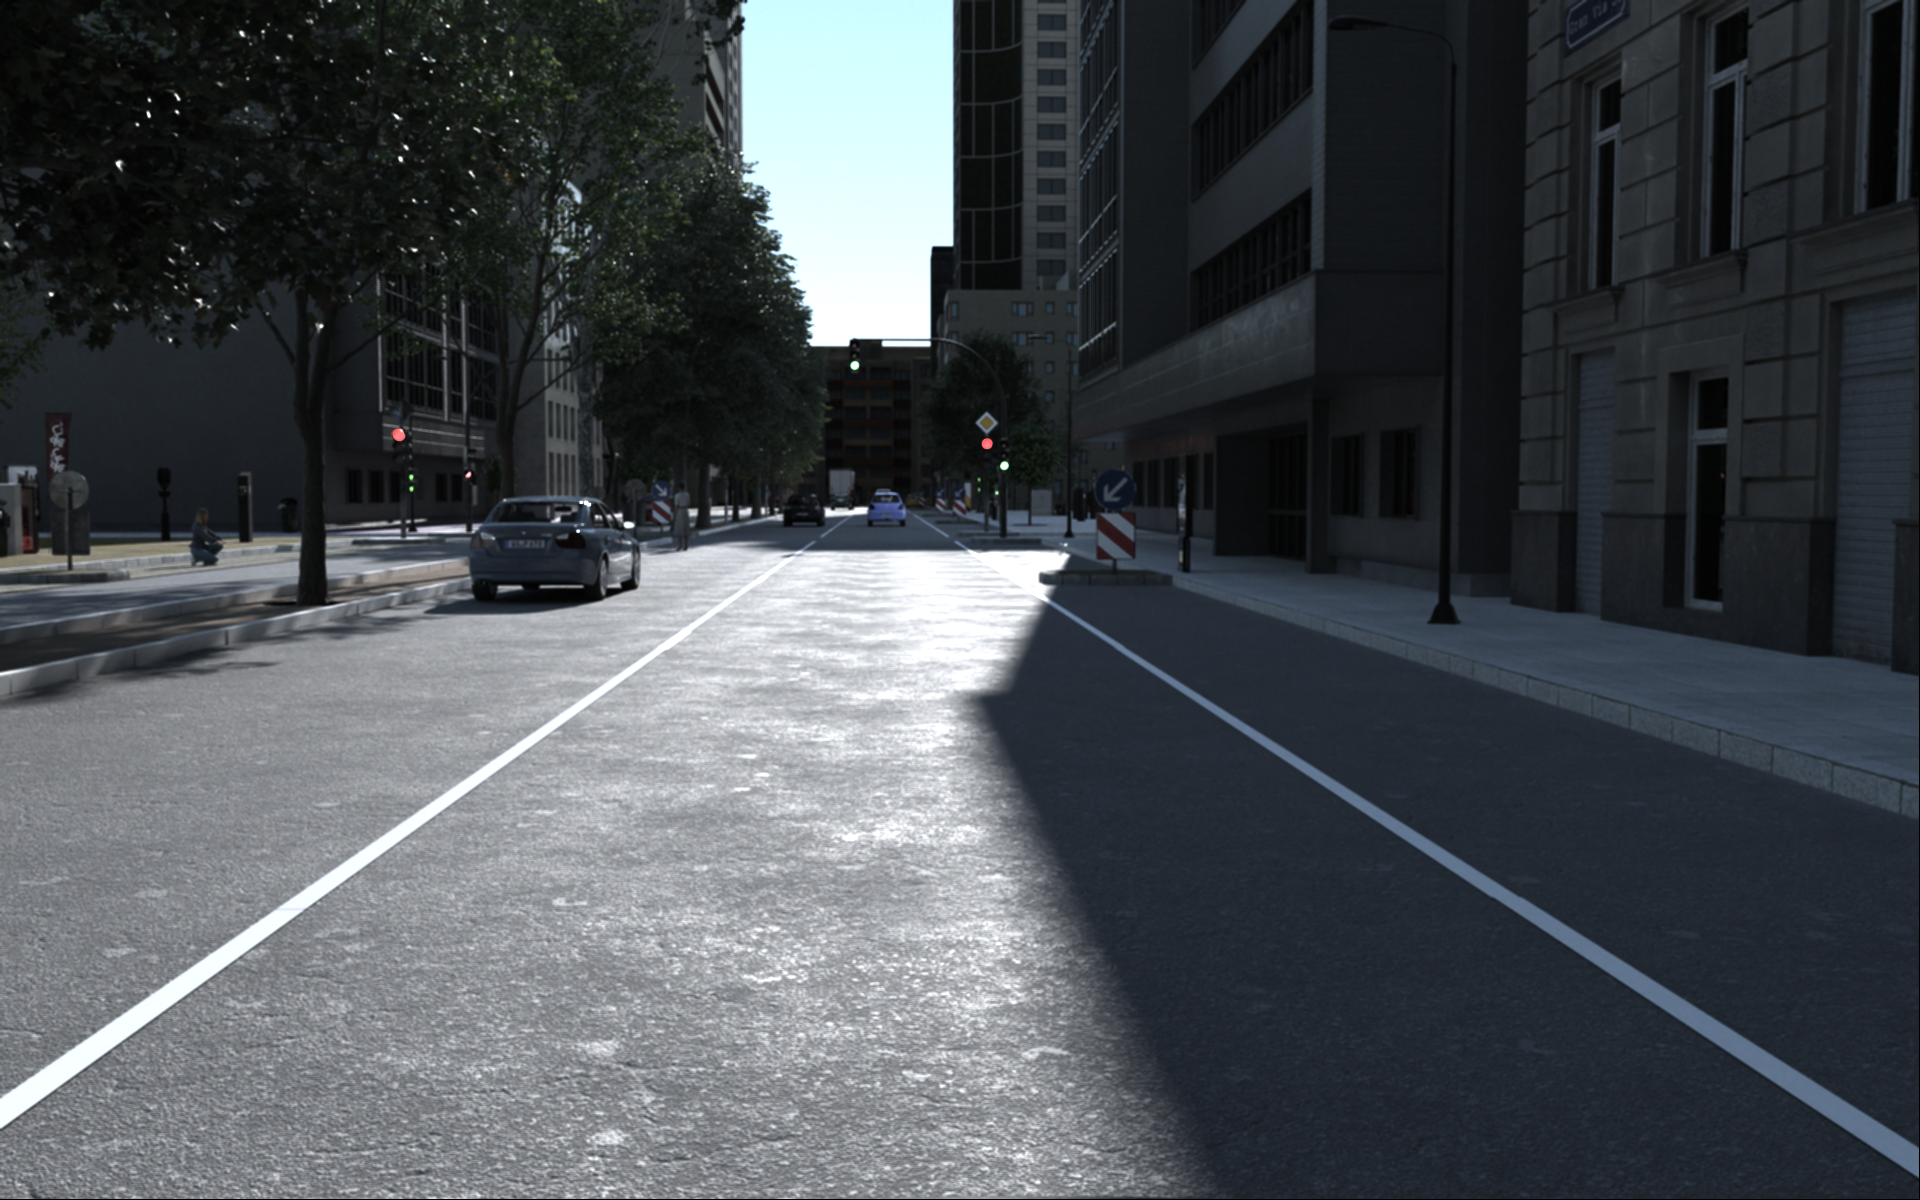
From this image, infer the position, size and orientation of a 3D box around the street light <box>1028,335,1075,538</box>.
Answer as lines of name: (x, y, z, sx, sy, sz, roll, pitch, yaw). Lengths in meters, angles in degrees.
street light: (2.682, -4.792, 50.897, 1.470, 5.913, 1.316, 0, 4, -3)

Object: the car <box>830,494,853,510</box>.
car: (-10.647, -8.800, 155.675, 2.131, 1.459, 4.920, 0, 4, -2)

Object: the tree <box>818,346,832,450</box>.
tree: (-11.824, -11.674, 99.976, 9.857, 13.997, 8.962, 0, 3, 0)

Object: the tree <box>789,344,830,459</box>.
tree: (-11.512, -9.852, 89.289, 9.928, 11.665, 9.643, 0, 3, 0)

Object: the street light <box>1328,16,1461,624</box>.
street light: (4.273, -2.721, 17.026, 1.470, 5.913, 1.316, 0, 4, -3)

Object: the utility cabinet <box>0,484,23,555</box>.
utility cabinet: (-20.288, -1.685, 36.229, 1.173, 1.500, 0.318, 0, 4, 1)

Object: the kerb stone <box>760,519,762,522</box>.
kerb stone: (-10.200, -3.975, 87.183, 0.120, 0.150, 1.000, 0, 4, -3)

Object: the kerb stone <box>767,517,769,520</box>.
kerb stone: (-10.427, -4.289, 92.312, 0.120, 0.150, 1.000, 0, 4, -3)

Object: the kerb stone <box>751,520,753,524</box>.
kerb stone: (-9.922, -3.594, 81.046, 0.120, 0.150, 1.000, 0, 4, -3)

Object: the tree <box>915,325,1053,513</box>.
tree: (1.578, -12.286, 117.888, 9.611, 12.733, 9.660, 0, 3, 0)

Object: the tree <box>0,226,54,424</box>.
tree: (-25.657, -5.810, 45.363, 4.737, 8.622, 4.395, 0, 3, 0)

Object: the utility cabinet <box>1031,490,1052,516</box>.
utility cabinet: (4.714, -5.607, 100.345, 1.173, 1.500, 0.318, 0, 4, 0)

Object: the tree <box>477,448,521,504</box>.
tree: (-19.080, -4.701, 71.460, 1.663, 3.219, 1.824, 0, 3, 0)

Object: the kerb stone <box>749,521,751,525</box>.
kerb stone: (-9.878, -3.536, 80.025, 0.120, 0.150, 1.000, 0, 4, -3)

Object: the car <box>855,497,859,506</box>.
car: (-13.098, -11.909, 207.075, 2.083, 1.381, 4.827, 0, 4, -3)

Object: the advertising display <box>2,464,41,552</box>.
advertising display: (-20.586, -2.006, 38.017, 0.123, 1.923, 0.974, 1, 4, 11)

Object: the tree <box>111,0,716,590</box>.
tree: (-8.336, -6.337, 31.819, 9.928, 11.665, 9.643, 0, 3, 0)

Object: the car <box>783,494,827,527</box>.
car: (-6.943, -4.133, 77.360, 2.009, 1.686, 4.222, 0, 4, -2)

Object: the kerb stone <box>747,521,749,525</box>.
kerb stone: (-9.842, -3.471, 78.996, 0.120, 0.150, 1.000, 0, 4, -3)

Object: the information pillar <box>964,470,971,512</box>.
information pillar: (0.573, -8.272, 126.603, 0.504, 3.616, 0.183, -2, 4, -24)

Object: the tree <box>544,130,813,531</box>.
tree: (-10.070, -9.330, 61.651, 9.857, 13.997, 8.962, 0, 3, 0)

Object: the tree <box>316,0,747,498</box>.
tree: (-10.526, -11.308, 43.234, 12.611, 20.169, 13.585, 0, 3, 0)

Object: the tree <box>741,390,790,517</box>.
tree: (-12.070, -9.473, 107.699, 4.360, 8.622, 3.978, 0, 3, 0)

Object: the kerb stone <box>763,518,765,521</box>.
kerb stone: (-10.288, -4.099, 89.238, 0.120, 0.150, 1.000, 0, 4, -3)

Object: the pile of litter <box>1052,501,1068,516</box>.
pile of litter: (5.695, -5.397, 102.207, 1.719, 0.858, 1.176, -1, 4, -19)

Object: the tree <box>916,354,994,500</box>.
tree: (-0.150, -13.582, 140.186, 7.486, 12.596, 7.792, 0, 3, 0)

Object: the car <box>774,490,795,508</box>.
car: (-17.818, -10.316, 177.337, 2.281, 1.827, 5.304, 0, 4, -2)

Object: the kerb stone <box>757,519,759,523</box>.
kerb stone: (-10.117, -3.844, 85.135, 0.120, 0.150, 1.000, 0, 4, -3)

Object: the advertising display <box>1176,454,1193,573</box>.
advertising display: (3.698, -1.425, 28.516, 0.123, 1.923, 0.974, 0, 4, -2)

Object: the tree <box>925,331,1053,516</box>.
tree: (1.525, -10.118, 99.838, 8.767, 10.594, 7.601, 2, 4, 31)

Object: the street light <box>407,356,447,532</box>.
street light: (-17.931, -5.244, 58.288, 1.470, 5.913, 1.316, 0, 4, -3)

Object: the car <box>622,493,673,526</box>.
car: (-14.345, -4.318, 79.642, 2.155, 1.783, 4.494, 0, 4, -1)

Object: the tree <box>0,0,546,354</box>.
tree: (-8.141, -5.654, 11.915, 9.611, 12.733, 9.660, 0, 3, 0)

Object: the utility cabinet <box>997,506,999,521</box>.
utility cabinet: (1.966, -4.463, 81.647, 0.318, 1.500, 1.173, 1, 4, 11)

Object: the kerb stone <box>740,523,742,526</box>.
kerb stone: (-9.649, -3.224, 74.905, 0.120, 0.150, 1.000, 0, 4, -3)

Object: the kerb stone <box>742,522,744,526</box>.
kerb stone: (-9.690, -3.287, 75.932, 0.120, 0.150, 1.000, 0, 4, -3)

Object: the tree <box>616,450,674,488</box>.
tree: (-23.009, -9.002, 130.896, 4.285, 4.588, 4.351, 0, 3, 0)

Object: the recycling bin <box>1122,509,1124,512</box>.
recycling bin: (9.686, -5.278, 98.845, 0.722, 1.027, 0.722, 2, 4, 33)

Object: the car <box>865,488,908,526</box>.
car: (-3.313, -4.179, 77.910, 1.945, 1.707, 3.694, 0, 4, -3)

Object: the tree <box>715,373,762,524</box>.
tree: (-10.943, -7.838, 80.965, 4.737, 8.622, 4.395, 0, 3, 0)

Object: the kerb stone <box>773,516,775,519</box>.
kerb stone: (-10.664, -4.602, 97.433, 0.120, 0.150, 1.000, 0, 4, -3)

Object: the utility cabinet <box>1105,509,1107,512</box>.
utility cabinet: (7.553, -4.987, 92.692, 1.020, 1.237, 0.306, -2, 4, -25)

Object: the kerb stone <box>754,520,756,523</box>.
kerb stone: (-10.017, -3.723, 83.088, 0.120, 0.150, 1.000, 0, 4, -3)

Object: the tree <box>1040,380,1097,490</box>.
tree: (7.035, -9.713, 109.168, 4.360, 8.622, 3.978, 0, 3, 0)

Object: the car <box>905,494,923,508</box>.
car: (-4.788, -10.480, 181.564, 2.015, 1.641, 3.980, 0, 4, -3)

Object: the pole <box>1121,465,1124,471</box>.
pole: (11.525, -7.907, 123.128, 0.158, 3.312, 0.155, 0, 3, 0)

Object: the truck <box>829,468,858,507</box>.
truck: (-13.087, -12.558, 194.241, 2.839, 4.237, 11.283, 0, 4, -1)

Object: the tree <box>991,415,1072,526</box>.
tree: (2.930, -5.323, 70.748, 4.285, 4.588, 4.351, 0, 3, 0)

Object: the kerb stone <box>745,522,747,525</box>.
kerb stone: (-9.785, -3.408, 77.975, 0.120, 0.150, 1.000, 0, 4, -3)

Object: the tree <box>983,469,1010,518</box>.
tree: (1.795, -6.035, 93.267, 1.663, 3.219, 1.824, 0, 3, 0)

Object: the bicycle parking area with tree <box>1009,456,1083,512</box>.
bicycle parking area with tree: (6.453, -8.774, 130.460, 8.231, 4.147, 9.016, 2, 4, 35)

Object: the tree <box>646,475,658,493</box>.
tree: (-21.982, -7.936, 124.355, 1.663, 3.219, 1.824, 0, 3, 0)

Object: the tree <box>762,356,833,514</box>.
tree: (-12.885, -12.416, 123.579, 7.486, 12.596, 7.792, 0, 3, 0)

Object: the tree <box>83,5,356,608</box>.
tree: (-8.211, -5.724, 21.805, 9.928, 11.665, 9.643, 0, 3, 0)

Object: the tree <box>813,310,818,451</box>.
tree: (-10.672, -9.936, 71.572, 9.857, 13.997, 8.962, 0, 3, 0)

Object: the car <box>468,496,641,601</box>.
car: (-5.698, -0.771, 24.616, 2.014, 1.417, 4.499, 0, 4, -1)

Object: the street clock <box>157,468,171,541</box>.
street clock: (-21.835, -2.629, 47.555, 0.358, 2.002, 0.471, -3, 5, -40)
